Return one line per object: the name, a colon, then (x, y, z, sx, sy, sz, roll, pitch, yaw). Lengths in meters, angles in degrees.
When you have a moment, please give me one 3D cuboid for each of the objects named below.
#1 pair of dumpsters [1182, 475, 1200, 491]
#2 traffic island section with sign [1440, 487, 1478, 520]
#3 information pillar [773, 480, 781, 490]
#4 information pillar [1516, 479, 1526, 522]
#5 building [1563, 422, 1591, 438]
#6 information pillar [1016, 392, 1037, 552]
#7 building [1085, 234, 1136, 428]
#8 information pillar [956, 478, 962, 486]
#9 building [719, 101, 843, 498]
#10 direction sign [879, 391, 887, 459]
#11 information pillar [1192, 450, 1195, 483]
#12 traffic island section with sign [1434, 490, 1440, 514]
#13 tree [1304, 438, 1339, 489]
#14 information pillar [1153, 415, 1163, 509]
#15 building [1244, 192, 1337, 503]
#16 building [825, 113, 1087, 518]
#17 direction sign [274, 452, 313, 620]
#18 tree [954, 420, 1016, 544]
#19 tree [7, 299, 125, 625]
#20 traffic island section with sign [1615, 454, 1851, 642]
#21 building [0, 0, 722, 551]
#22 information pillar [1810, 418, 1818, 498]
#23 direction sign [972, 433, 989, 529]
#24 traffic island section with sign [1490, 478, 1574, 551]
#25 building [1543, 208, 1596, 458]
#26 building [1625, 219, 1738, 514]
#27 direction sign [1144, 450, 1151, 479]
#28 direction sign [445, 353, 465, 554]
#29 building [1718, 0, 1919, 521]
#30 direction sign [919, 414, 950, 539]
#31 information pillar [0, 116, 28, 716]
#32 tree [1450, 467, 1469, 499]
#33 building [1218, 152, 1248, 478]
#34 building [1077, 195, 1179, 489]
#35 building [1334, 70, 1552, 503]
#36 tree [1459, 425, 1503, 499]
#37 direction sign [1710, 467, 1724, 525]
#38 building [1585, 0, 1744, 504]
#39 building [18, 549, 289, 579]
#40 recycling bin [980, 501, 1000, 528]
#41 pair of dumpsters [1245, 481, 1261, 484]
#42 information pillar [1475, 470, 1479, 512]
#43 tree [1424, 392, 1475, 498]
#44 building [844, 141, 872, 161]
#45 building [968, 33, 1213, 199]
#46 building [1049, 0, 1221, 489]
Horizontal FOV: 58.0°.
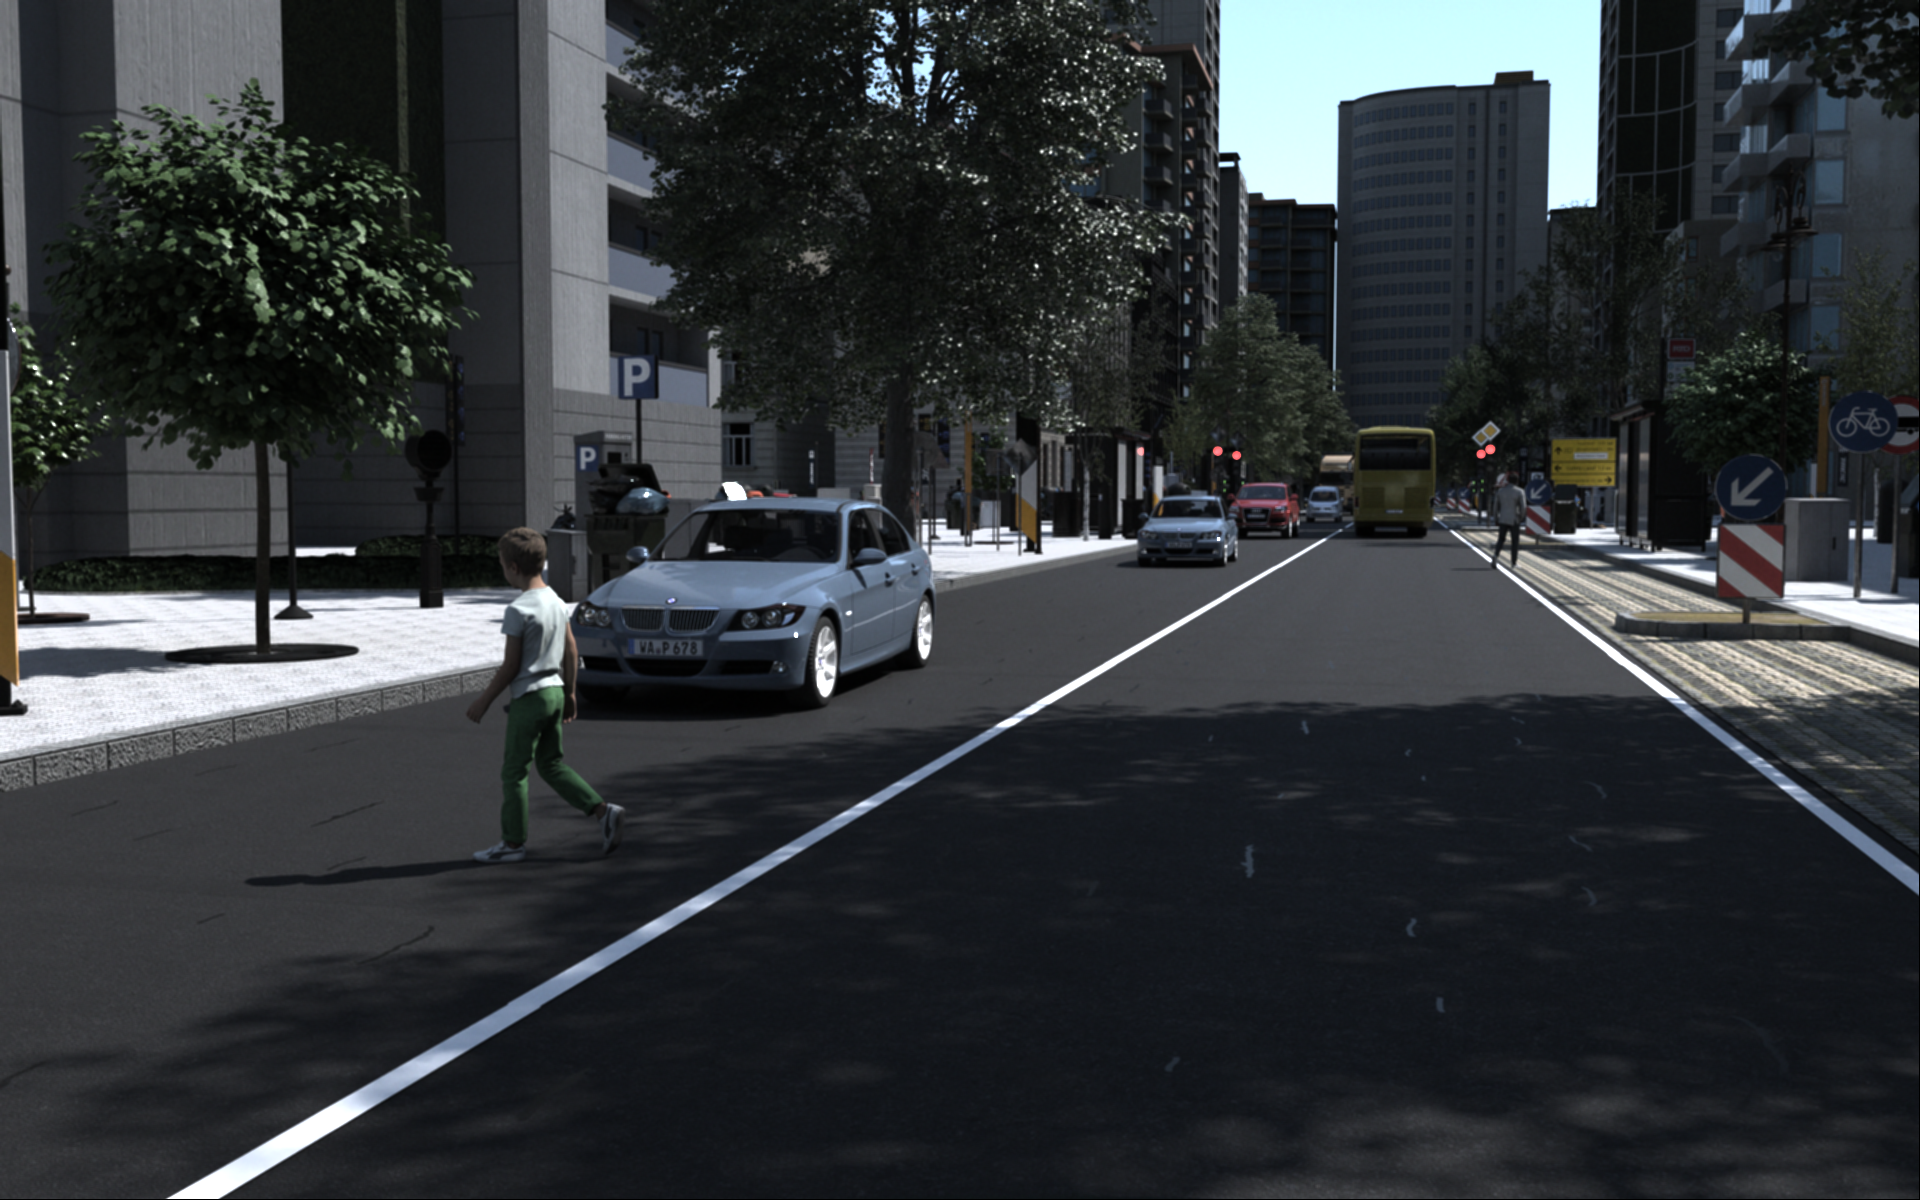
pair of dumpsters: (11.016, -5.141, 86.546, 1.574, 2.255, 4.437, 1, 4, 14)
traffic island section with sign: (28.339, -5.457, 97.853, 1.989, 1.847, 2.006, 1, 4, 14)
information pillar: (-9.704, -5.352, 92.004, 0.304, 2.012, 0.304, 2, 4, 27)
information pillar: (25.846, -4.607, 79.809, 0.304, 2.012, 0.304, -3, 4, -36)
building: (78.068, -53.460, 186.743, 22.319, 86.520, 31.000, 1, 4, 14)
information pillar: (1.488, -2.871, 38.292, 0.504, 3.616, 0.183, 0, 4, 1)
building: (6.056, -16.613, 120.772, 9.793, 20.994, 18.267, 1, 4, 14)
information pillar: (-0.051, -4.628, 80.164, 0.304, 2.012, 0.304, 0, 4, 1)
building: (-21.948, -16.572, 104.240, 30.059, 22.955, 16.112, 1, 4, 14)
direction sign: (-1.481, -2.806, 37.868, 0.379, 3.537, 0.876, -3, 5, -42)
information pillar: (12.526, -6.214, 92.960, 0.183, 3.616, 0.504, 0, 4, 0)
traffic island section with sign: (35.108, -7.074, 124.286, 1.989, 1.847, 2.006, 1, 4, 14)
tree: (38.570, -14.263, 183.564, 4.360, 8.622, 3.978, 0, 3, 0)
information pillar: (5.861, -3.661, 51.216, 0.183, 3.616, 0.504, 2, 4, 34)
building: (40.489, -36.706, 254.768, 28.867, 44.769, 22.147, 1, 4, 14)
building: (0.577, -16.187, 100.821, 11.583, 22.565, 21.152, 1, 4, 14)
direction sign: (-6.872, -1.575, 17.754, 0.379, 3.537, 0.876, 1, 4, 10)
tree: (0.885, -3.063, 44.676, 1.663, 3.219, 1.824, 0, 3, 0)
tree: (-9.488, -1.392, 17.357, 1.663, 3.219, 1.824, 0, 3, 0)
traffic island section with sign: (7.886, -0.565, 17.872, 1.989, 1.847, 2.006, 1, 4, 14)
building: (-22.316, -31.250, 52.929, 28.212, 58.520, 21.231, 1, 4, 14)
information pillar: (23.155, -3.385, 46.699, 0.183, 3.616, 0.504, -1, 4, -13)
direction sign: (0.665, -4.393, 63.820, 0.876, 3.537, 0.379, -1, 4, -23)
traffic island section with sign: (14.769, -2.210, 44.760, 1.989, 1.847, 2.006, 1, 4, 14)
building: (88.064, -33.967, 238.951, 14.086, 41.232, 14.154, 1, 4, 14)
building: (62.638, -16.836, 120.310, 27.650, 21.520, 28.899, 1, 4, 14)
direction sign: (9.469, -5.984, 89.829, 0.876, 3.537, 0.379, 2, 4, 27)
direction sign: (-8.213, -2.216, 28.222, 0.379, 3.537, 0.876, 0, 4, 1)
building: (55.716, -28.698, 88.828, 30.456, 49.044, 23.786, 1, 4, 14)
direction sign: (-0.729, -3.487, 49.004, 0.876, 3.537, 0.379, 0, 4, 0)
information pillar: (-5.697, -1.136, 9.923, 0.504, 3.616, 0.183, -1, 4, -21)
tree: (58.591, -15.493, 203.677, 4.360, 8.622, 3.978, 0, 3, 0)
building: (27.444, -32.198, 210.035, 14.086, 41.232, 14.154, 1, 4, 14)
building: (10.212, -18.827, 137.501, 12.332, 23.373, 15.834, 1, 4, 14)
building: (68.043, -43.114, 246.915, 28.212, 58.520, 21.231, 1, 4, 14)
tree: (51.817, -13.821, 176.336, 4.737, 8.622, 4.395, 0, 3, 0)
direction sign: (32.090, -4.942, 72.804, 0.876, 3.537, 0.379, 3, 4, 39)
building: (69.507, -44.315, 162.809, 20.563, 71.187, 20.611, 1, 4, 14)
building: (-25.188, -29.072, 17.332, 21.231, 58.520, 28.212, 1, 4, 14)
recycling bin: (1.068, -3.231, 65.380, 0.722, 1.027, 0.722, -1, 4, -17)
pair of dumpsters: (20.890, -7.389, 123.302, 1.574, 2.255, 4.437, 1, 4, 14)
information pillar: (36.871, -8.075, 123.382, 0.183, 3.616, 0.504, -1, 4, -14)
tree: (54.830, -16.757, 192.107, 7.486, 12.596, 7.792, 0, 3, 0)
building: (-8.281, -34.225, 214.209, 28.867, 44.769, 22.147, 1, 4, 14)
building: (12.615, -31.458, 168.955, 22.147, 44.769, 28.867, 1, 4, 14)
building: (20.141, -46.083, 191.716, 20.563, 71.187, 20.611, 1, 4, 14)
